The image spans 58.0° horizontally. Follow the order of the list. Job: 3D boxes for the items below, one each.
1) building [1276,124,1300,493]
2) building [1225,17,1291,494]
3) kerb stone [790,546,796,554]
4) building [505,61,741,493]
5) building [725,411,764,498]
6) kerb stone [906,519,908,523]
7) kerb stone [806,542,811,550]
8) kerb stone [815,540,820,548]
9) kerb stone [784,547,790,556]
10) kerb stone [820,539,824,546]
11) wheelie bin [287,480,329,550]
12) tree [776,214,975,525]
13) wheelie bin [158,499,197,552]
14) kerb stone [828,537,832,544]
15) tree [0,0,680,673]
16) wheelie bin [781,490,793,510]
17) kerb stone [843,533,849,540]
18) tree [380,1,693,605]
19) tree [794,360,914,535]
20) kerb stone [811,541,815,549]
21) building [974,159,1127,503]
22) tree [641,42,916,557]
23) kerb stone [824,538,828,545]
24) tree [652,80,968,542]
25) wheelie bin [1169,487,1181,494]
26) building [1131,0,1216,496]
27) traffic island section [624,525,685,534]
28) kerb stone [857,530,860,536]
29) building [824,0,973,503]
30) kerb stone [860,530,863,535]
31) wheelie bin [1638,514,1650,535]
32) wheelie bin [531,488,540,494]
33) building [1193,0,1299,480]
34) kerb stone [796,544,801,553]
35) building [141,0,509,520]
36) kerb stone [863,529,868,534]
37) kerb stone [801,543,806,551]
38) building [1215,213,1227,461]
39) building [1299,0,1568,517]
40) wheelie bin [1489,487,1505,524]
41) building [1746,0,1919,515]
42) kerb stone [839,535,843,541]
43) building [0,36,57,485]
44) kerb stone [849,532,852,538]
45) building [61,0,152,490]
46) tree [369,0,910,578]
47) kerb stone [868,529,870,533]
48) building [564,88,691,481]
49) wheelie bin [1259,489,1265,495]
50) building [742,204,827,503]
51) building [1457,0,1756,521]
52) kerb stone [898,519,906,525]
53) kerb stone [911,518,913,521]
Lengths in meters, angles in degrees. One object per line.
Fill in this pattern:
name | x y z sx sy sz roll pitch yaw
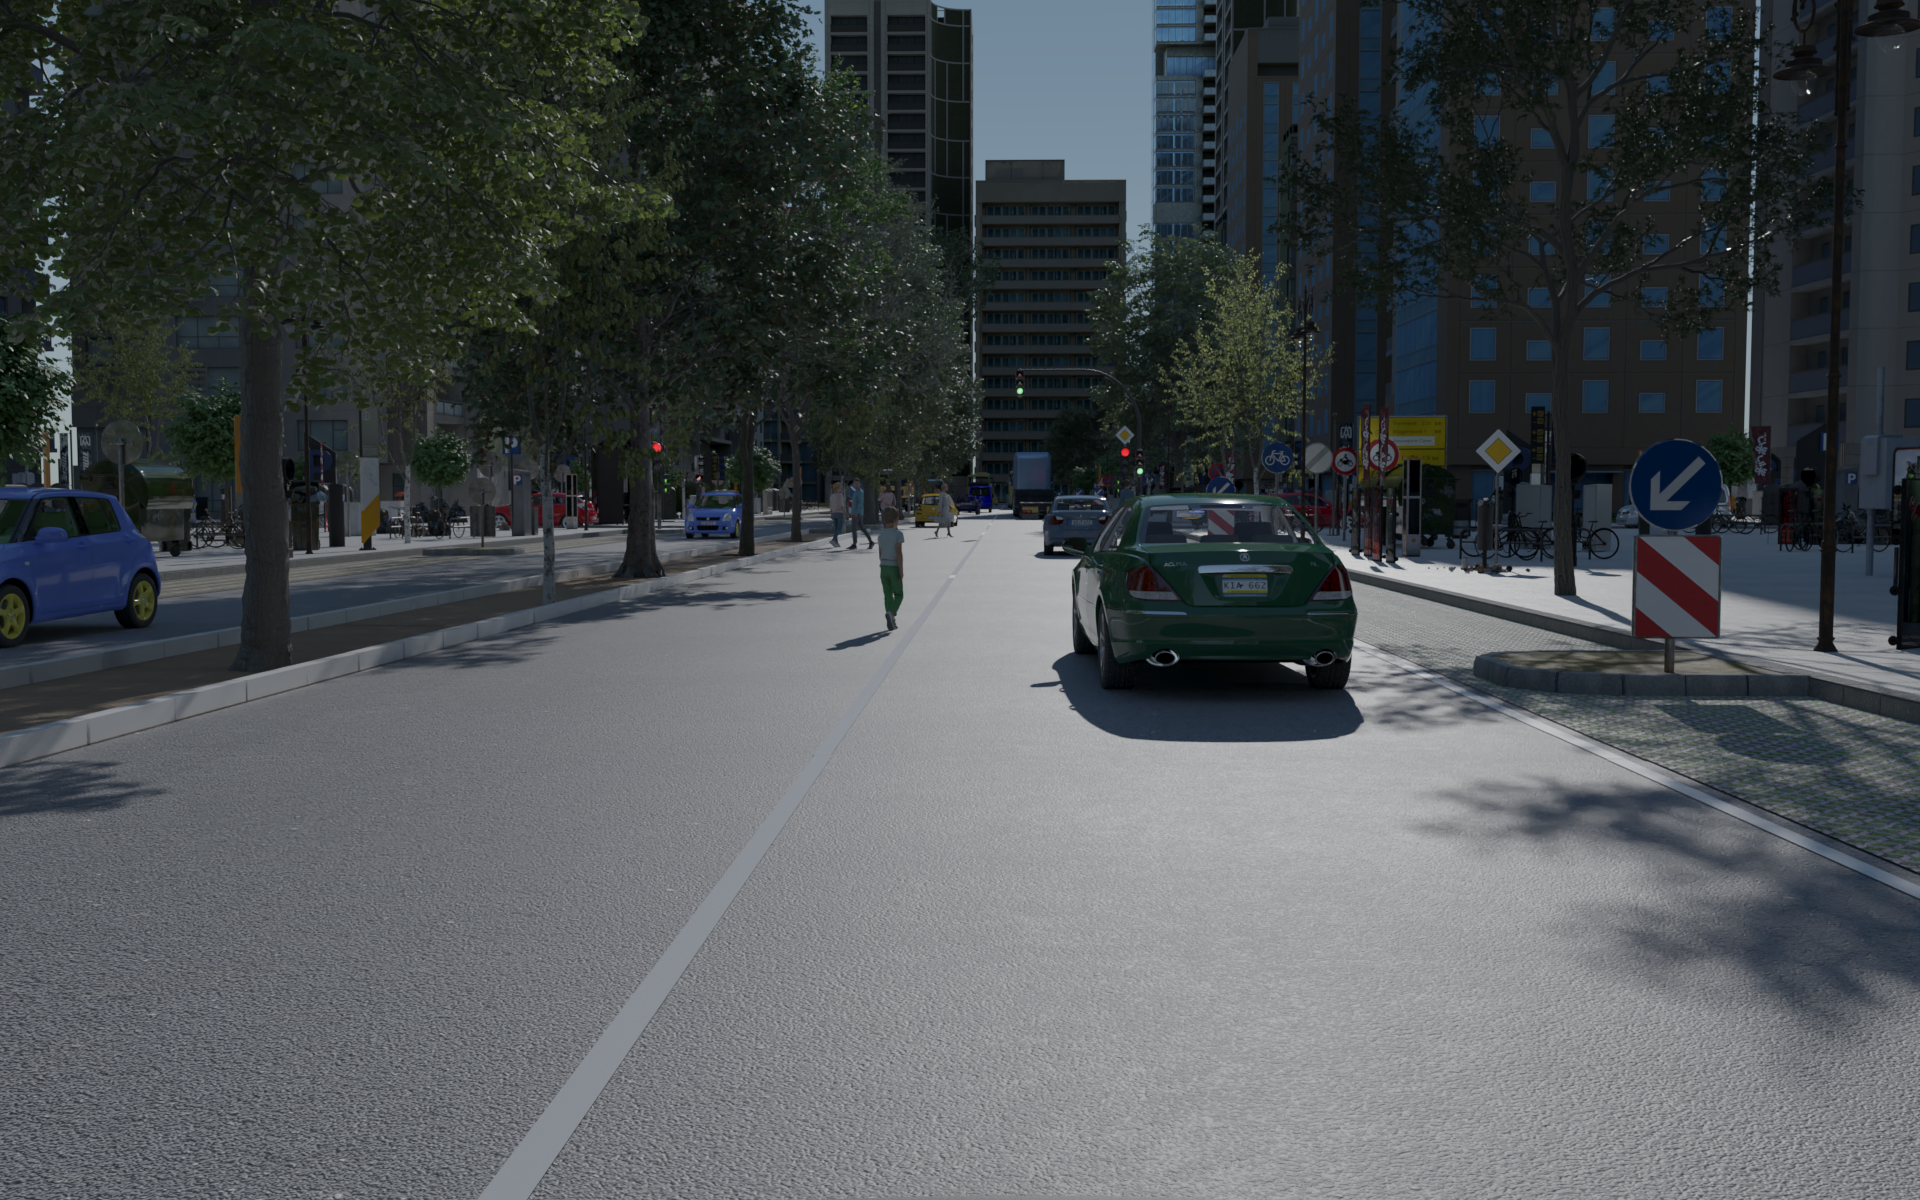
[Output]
building | 32.196 -22.417 138.214 14.160 30.474 14.107 0 4 2
building | 33.101 -31.460 164.475 14.600 45.320 14.200 0 4 2
kerb stone | -4.093 -1.161 41.185 0.120 0.150 1.000 0 4 2
building | -38.022 -36.193 181.001 28.713 52.752 27.495 0 4 2
building | -30.414 -26.319 202.018 14.107 30.474 14.160 0 4 2
kerb stone | -2.774 -3.820 84.685 0.120 0.150 1.000 0 4 2
kerb stone | -3.994 -1.350 44.264 0.120 0.150 1.000 0 4 2
kerb stone | -3.933 -1.475 46.307 0.120 0.150 1.000 0 4 2
kerb stone | -4.119 -1.099 40.159 0.120 0.150 1.000 0 4 2
kerb stone | -3.901 -1.531 47.328 0.120 0.150 1.000 0 4 2
wheelie bin | -14.960 -1.941 39.637 0.980 1.594 0.693 -1 4 -23
tree | -4.060 -10.229 76.363 9.857 13.997 8.962 0 3 0
wheelie bin | -17.688 -1.894 38.872 0.980 1.594 0.693 -3 4 -38
kerb stone | -3.841 -1.663 49.379 0.120 0.150 1.000 0 4 2
tree | -5.721 -5.719 14.090 7.486 12.596 7.792 0 3 0
wheelie bin | -13.653 -7.875 136.666 0.980 1.594 0.693 -1 4 -19
kerb stone | -3.685 -1.972 54.497 0.120 0.150 1.000 0 4 2
tree | -5.249 -4.218 21.790 4.737 8.622 4.395 0 3 0
tree | -4.031 -6.563 60.131 4.737 8.622 4.395 0 3 0
kerb stone | -3.972 -1.412 45.285 0.120 0.150 1.000 0 4 2
building | 12.980 -38.507 253.297 21.600 48.544 21.300 0 4 2
tree | -4.801 -6.800 39.388 9.928 11.665 9.643 0 3 0
kerb stone | -3.874 -1.600 48.350 0.120 0.150 1.000 0 4 2
tree | -4.850 -8.455 51.062 12.009 13.543 11.850 0 3 0
wheelie bin | 9.936 -4.414 80.084 0.980 1.594 0.693 0 4 -6
building | 39.688 -57.486 252.575 31.000 86.520 22.319 0 4 2
traffic island section | -11.059 -2.528 63.615 2.009 0.180 2.903 0 4 2
kerb stone | -3.565 -2.224 58.590 0.120 0.150 1.000 0 4 2
building | -8.513 -49.842 253.174 20.611 71.187 20.563 0 4 2
kerb stone | -3.528 -2.282 59.612 0.120 0.150 1.000 0 4 2
wheelie bin | 20.775 -2.711 52.239 0.693 1.594 0.980 2 4 30
wheelie bin | -20.884 -4.695 84.676 0.693 1.594 0.980 -2 4 -27
building | 37.953 -46.313 195.469 20.563 71.187 20.611 0 4 2
kerb stone | -4.054 -1.224 42.214 0.120 0.150 1.000 0 4 2
building | -33.166 -24.962 91.718 14.154 41.232 14.086 0 4 2
kerb stone | -3.474 -2.413 61.669 0.120 0.150 1.000 0 4 2
kerb stone | -4.025 -1.287 43.235 0.120 0.150 1.000 0 4 2
building | 33.351 -24.943 179.516 14.160 30.474 14.107 0 4 2
building | 30.624 -28.476 115.686 14.600 45.320 14.200 0 4 2
wheelie bin | 22.868 -4.012 73.497 0.693 1.594 0.980 2 4 32
building | 61.256 -33.746 93.745 28.212 58.520 21.231 0 4 2
kerb stone | -3.739 -1.850 52.449 0.120 0.150 1.000 0 4 2
building | -67.214 -33.755 93.895 28.212 58.520 21.231 0 4 2
kerb stone | -3.654 -2.037 55.519 0.120 0.150 1.000 0 4 2
building | -42.268 -32.508 120.748 28.713 52.752 27.495 0 4 2
tree | -5.469 -6.731 29.520 9.611 12.733 9.660 0 3 0
kerb stone | -3.440 -2.477 62.690 0.120 0.150 1.000 0 4 2
building | -34.321 -43.918 156.308 20.563 71.187 20.611 0 4 2
wheelie bin | 20.393 -6.555 115.081 0.693 1.594 0.980 -3 4 -37
building | -33.688 -36.735 255.236 28.867 44.769 22.147 0 4 2
building | 30.634 -26.833 88.835 14.200 45.320 14.600 0 4 2
kerb stone | -2.810 -3.760 83.664 0.120 0.150 1.000 0 4 2
kerb stone | -2.649 -4.073 88.786 0.120 0.150 1.000 0 4 2
